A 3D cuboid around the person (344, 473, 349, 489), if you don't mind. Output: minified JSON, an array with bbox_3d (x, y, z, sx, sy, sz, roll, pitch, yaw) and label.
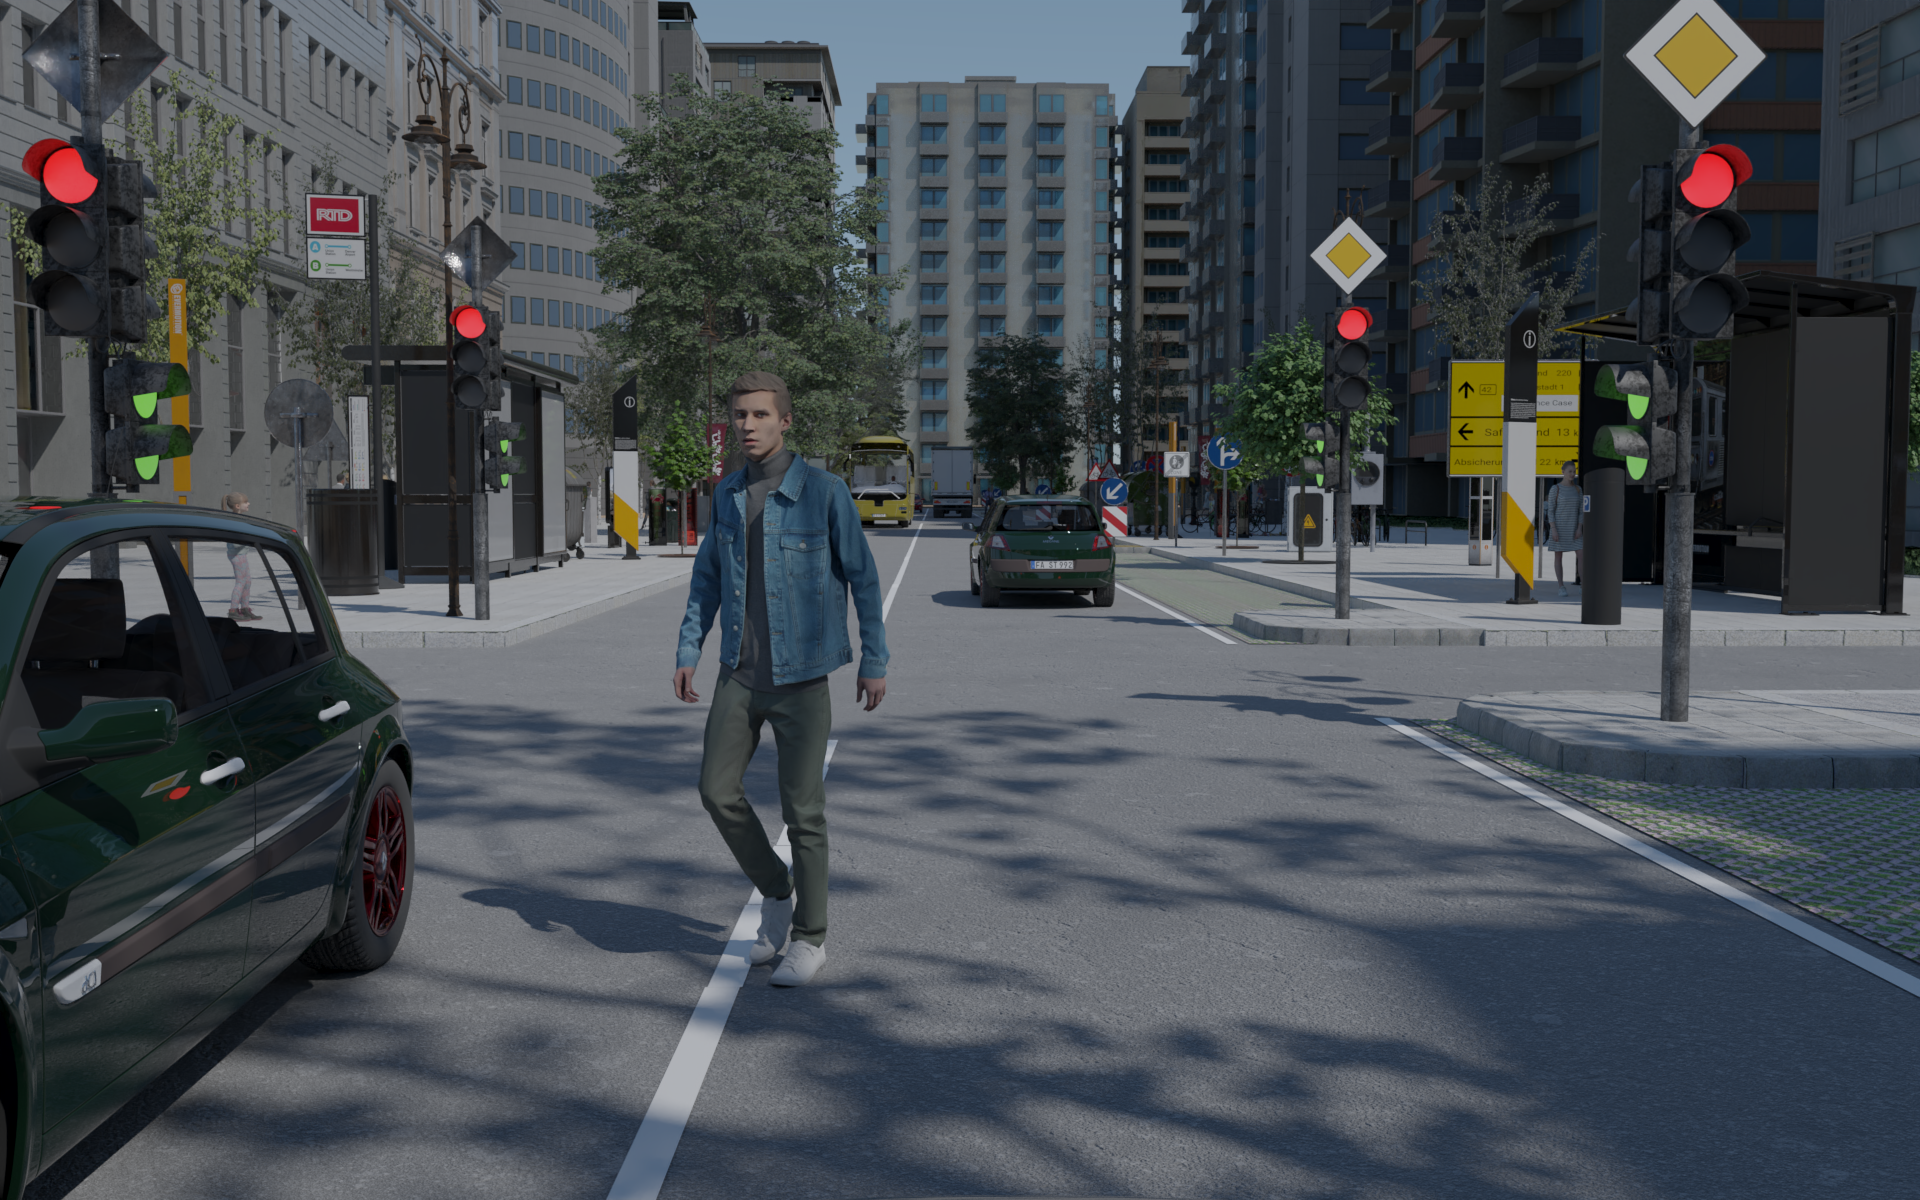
[{"bbox_3d":[-14.068,-2.043,39.860,0.576,1.772,0.534,2,4,31],"label":"person"}]

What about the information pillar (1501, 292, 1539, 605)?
[{"bbox_3d":[6.485,-1.755,20.046,0.504,3.616,0.183,-2,4,-31],"label":"information pillar"}]

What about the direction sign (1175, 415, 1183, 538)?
[{"bbox_3d":[6.291,-3.557,50.157,0.379,3.537,0.876,1,4,14],"label":"direction sign"}]

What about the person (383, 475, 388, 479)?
[{"bbox_3d":[-15.339,-2.484,46.881,0.699,1.804,1.509,1,4,12],"label":"person"}]

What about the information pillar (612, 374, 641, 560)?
[{"bbox_3d":[-6.493,-2.589,33.679,0.504,3.616,0.183,-2,4,-26],"label":"information pillar"}]

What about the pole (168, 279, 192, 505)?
[{"bbox_3d":[-7.441,-1.389,16.550,0.158,3.312,0.155,0,3,0],"label":"pole"}]

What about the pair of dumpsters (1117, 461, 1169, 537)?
[{"bbox_3d":[5.719,-3.147,53.951,1.574,2.255,4.437,0,4,-1],"label":"pair of dumpsters"}]

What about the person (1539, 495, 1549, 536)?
[{"bbox_3d":[17.875,-2.576,52.845,0.352,1.250,0.332,-1,4,-19],"label":"person"}]

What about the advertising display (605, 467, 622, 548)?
[{"bbox_3d":[-8.226,-2.202,41.219,0.123,1.923,0.974,0,4,7],"label":"advertising display"}]

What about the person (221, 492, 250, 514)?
[{"bbox_3d":[-7.236,-0.436,17.455,0.394,1.301,0.425,-3,4,-36],"label":"person"}]

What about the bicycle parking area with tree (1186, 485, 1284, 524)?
[{"bbox_3d":[14.787,-5.562,77.940,8.231,4.147,9.016,-2,4,-28],"label":"bicycle parking area with tree"}]

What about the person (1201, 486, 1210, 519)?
[{"bbox_3d":[12.875,-5.078,90.064,0.522,1.701,0.512,2,4,33],"label":"person"}]

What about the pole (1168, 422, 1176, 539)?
[{"bbox_3d":[6.010,-3.375,49.019,0.158,3.312,0.155,0,3,0],"label":"pole"}]

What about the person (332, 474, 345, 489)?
[{"bbox_3d":[-15.796,-2.309,44.066,0.678,1.792,0.850,1,4,19],"label":"person"}]

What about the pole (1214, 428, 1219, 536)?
[{"bbox_3d":[7.938,-3.637,53.307,0.158,3.312,0.155,0,3,0],"label":"pole"}]

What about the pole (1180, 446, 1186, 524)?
[{"bbox_3d":[9.526,-4.898,73.920,0.158,3.312,0.155,0,3,0],"label":"pole"}]

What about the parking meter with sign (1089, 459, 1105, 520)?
[{"bbox_3d":[6.772,-5.401,84.566,0.543,3.016,1.738,-1,4,-17],"label":"parking meter with sign"}]

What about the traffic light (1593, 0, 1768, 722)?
[{"bbox_3d":[4.028,-1.271,9.697,0.839,4.253,0.868,0,4,-1],"label":"traffic light"}]

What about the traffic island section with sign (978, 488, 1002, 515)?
[{"bbox_3d":[2.440,-6.850,120.629,1.989,1.847,2.006,0,4,-1],"label":"traffic island section with sign"}]

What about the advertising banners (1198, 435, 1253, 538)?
[{"bbox_3d":[7.766,-3.347,50.912,0.090,3.025,2.074,-3,5,-41],"label":"advertising banners"}]

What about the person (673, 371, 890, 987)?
[{"bbox_3d":[-0.528,0.226,5.147,0.601,1.785,0.444,2,4,27],"label":"person"}]

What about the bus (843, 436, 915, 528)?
[{"bbox_3d":[-3.388,-5.225,76.970,2.896,3.916,12.252,0,4,0],"label":"bus"}]

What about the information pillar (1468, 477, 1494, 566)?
[{"bbox_3d":[9.304,-1.616,30.918,0.304,2.012,0.304,-2,4,-27],"label":"information pillar"}]

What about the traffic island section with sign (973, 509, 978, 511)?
[{"bbox_3d":[2.023,-8.566,148.685,1.989,1.847,2.006,0,4,-1],"label":"traffic island section with sign"}]

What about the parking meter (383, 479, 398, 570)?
[{"bbox_3d":[-9.703,-1.277,29.288,0.372,1.533,0.369,0,3,0],"label":"parking meter"}]

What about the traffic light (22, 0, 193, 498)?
[{"bbox_3d":[-4.732,-1.262,9.552,0.839,4.253,0.868,0,4,-1],"label":"traffic light"}]

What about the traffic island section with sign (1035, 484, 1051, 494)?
[{"bbox_3d":[3.192,-3.738,69.742,1.989,1.847,2.006,0,4,-1],"label":"traffic island section with sign"}]

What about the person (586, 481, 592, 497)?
[{"bbox_3d":[-16.176,-4.230,75.303,0.850,1.850,0.679,-2,4,-29],"label":"person"}]

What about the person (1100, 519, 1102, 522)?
[{"bbox_3d":[6.602,-4.600,81.120,0.748,1.841,0.638,-3,5,-44],"label":"person"}]

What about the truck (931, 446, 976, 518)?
[{"bbox_3d":[-0.414,-7.244,107.359,2.839,4.237,11.283,0,4,1],"label":"truck"}]

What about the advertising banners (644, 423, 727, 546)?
[{"bbox_3d":[-6.753,-2.846,42.727,2.074,3.025,0.090,0,4,4],"label":"advertising banners"}]

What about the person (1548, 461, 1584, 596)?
[{"bbox_3d":[7.631,-0.900,21.767,0.512,1.701,0.522,0,4,-5],"label":"person"}]

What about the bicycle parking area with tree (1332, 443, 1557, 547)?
[{"bbox_3d":[13.132,-3.584,45.605,8.231,4.147,9.016,1,4,12],"label":"bicycle parking area with tree"}]

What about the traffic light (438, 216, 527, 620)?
[{"bbox_3d":[-4.850,-1.750,17.536,0.839,4.253,0.868,0,4,-1],"label":"traffic light"}]

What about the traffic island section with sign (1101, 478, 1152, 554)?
[{"bbox_3d":[3.593,-2.065,42.391,1.989,1.847,2.006,0,4,-1],"label":"traffic island section with sign"}]

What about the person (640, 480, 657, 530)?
[{"bbox_3d":[-11.234,-3.441,62.578,0.573,1.790,0.520,2,4,28],"label":"person"}]

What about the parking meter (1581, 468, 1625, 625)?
[{"bbox_3d":[6.333,-0.529,17.065,0.372,1.533,0.369,0,3,0],"label":"parking meter"}]

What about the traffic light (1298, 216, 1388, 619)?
[{"bbox_3d":[3.910,-1.759,17.681,0.839,4.253,0.868,0,4,-1],"label":"traffic light"}]

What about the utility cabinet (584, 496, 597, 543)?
[{"bbox_3d":[-10.059,-2.114,45.733,1.020,1.237,0.306,2,4,29],"label":"utility cabinet"}]

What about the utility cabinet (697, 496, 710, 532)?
[{"bbox_3d":[-8.704,-2.885,58.336,0.306,1.237,1.020,3,5,41],"label":"utility cabinet"}]
